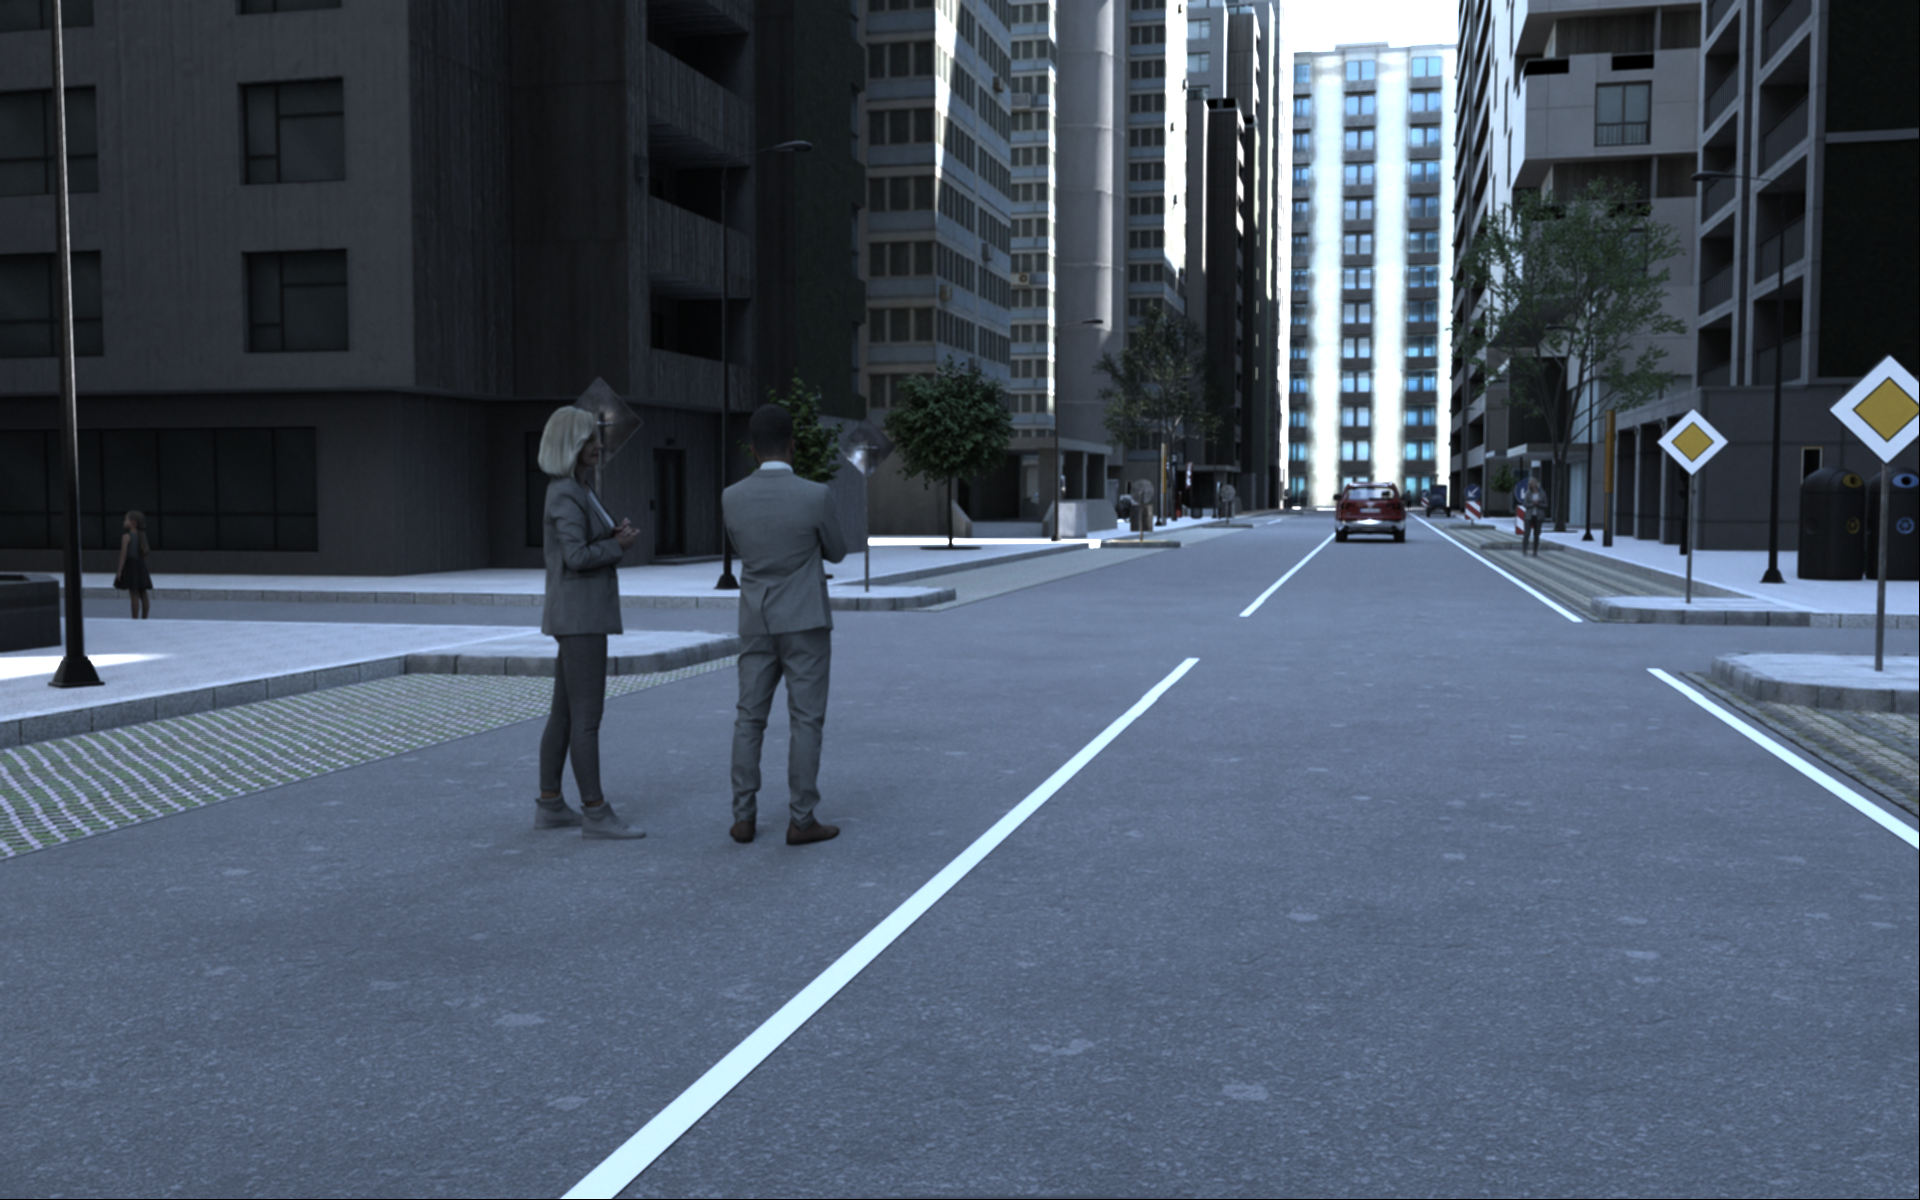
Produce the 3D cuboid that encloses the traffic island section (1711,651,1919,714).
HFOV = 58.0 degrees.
[{"bbox_3d":[6.684,0.594,12.568,2.009,0.180,2.903,1,4,14],"label":"traffic island section"}]

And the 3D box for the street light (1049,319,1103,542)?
[{"bbox_3d":[3.110,-4.505,46.201,1.470,5.913,1.316,1,4,14],"label":"street light"}]

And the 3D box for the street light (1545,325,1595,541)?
[{"bbox_3d":[16.761,-4.593,47.632,1.470,5.913,1.316,1,4,14],"label":"street light"}]

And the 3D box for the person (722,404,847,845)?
[{"bbox_3d":[-0.726,0.089,7.229,0.511,1.800,0.466,0,4,3],"label":"person"}]

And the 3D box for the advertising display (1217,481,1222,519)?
[{"bbox_3d":[13.293,-5.108,88.729,0.123,1.923,0.974,0,4,2],"label":"advertising display"}]

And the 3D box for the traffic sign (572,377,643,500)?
[{"bbox_3d":[-3.098,-0.687,14.874,0.795,2.450,0.064,1,4,14],"label":"traffic sign"}]

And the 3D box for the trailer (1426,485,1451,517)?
[{"bbox_3d":[29.863,-6.180,108.088,1.471,1.999,3.904,1,4,15],"label":"trailer"}]

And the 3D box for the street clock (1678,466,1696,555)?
[{"bbox_3d":[15.308,-1.953,36.495,0.358,2.002,0.471,1,4,12],"label":"street clock"}]

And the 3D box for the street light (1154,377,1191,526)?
[{"bbox_3d":[8.452,-5.892,68.871,1.470,5.913,1.316,1,4,14],"label":"street light"}]

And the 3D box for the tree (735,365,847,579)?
[{"bbox_3d":[-2.571,-1.932,26.184,1.663,3.219,1.824,0,3,0],"label":"tree"}]

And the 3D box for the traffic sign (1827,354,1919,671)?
[{"bbox_3d":[6.660,-0.541,12.496,0.795,2.450,0.064,1,4,14],"label":"traffic sign"}]

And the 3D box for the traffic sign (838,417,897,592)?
[{"bbox_3d":[-1.216,-1.162,22.635,0.795,2.450,0.064,1,4,14],"label":"traffic sign"}]

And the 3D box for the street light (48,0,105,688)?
[{"bbox_3d":[-5.405,-2.371,11.309,1.470,5.913,1.316,1,4,14],"label":"street light"}]

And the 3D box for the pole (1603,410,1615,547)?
[{"bbox_3d":[15.776,-2.951,42.093,0.158,3.312,0.155,0,3,0],"label":"pole"}]

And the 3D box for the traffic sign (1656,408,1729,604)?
[{"bbox_3d":[8.542,-1.016,20.257,0.795,2.450,0.064,1,4,14],"label":"traffic sign"}]

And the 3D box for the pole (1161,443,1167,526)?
[{"bbox_3d":[8.229,-4.647,69.827,0.158,3.312,0.155,0,3,0],"label":"pole"}]

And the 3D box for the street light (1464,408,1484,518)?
[{"bbox_3d":[27.732,-7.362,92.903,1.470,5.913,1.316,1,4,14],"label":"street light"}]

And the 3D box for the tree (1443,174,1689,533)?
[{"bbox_3d":[20.094,-8.074,57.768,9.928,11.665,9.643,0,3,0],"label":"tree"}]

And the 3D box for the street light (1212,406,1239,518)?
[{"bbox_3d":[14.017,-7.275,91.487,1.470,5.913,1.316,1,4,14],"label":"street light"}]

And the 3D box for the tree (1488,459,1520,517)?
[{"bbox_3d":[29.967,-6.165,95.405,1.663,3.219,1.824,0,3,0],"label":"tree"}]

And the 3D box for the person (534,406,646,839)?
[{"bbox_3d":[-1.564,0.079,7.394,0.526,1.800,0.537,0,4,3],"label":"person"}]

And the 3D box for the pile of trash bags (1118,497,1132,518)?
[{"bbox_3d":[8.300,-5.131,93.645,1.912,1.369,3.447,1,4,22],"label":"pile of trash bags"}]

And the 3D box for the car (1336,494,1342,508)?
[{"bbox_3d":[33.847,-8.703,151.335,2.155,1.783,4.494,1,4,14],"label":"car"}]

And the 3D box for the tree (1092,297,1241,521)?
[{"bbox_3d":[9.891,-9.048,82.349,7.601,10.594,8.767,1,4,19],"label":"tree"}]

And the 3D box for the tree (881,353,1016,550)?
[{"bbox_3d":[-0.221,-3.477,40.564,4.285,4.588,4.351,0,3,0],"label":"tree"}]

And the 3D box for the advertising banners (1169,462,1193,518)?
[{"bbox_3d":[11.924,-6.019,94.595,0.090,3.025,2.074,-3,5,-43],"label":"advertising banners"}]

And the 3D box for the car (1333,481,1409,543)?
[{"bbox_3d":[12.539,-2.704,52.890,2.281,1.827,5.304,1,4,14],"label":"car"}]

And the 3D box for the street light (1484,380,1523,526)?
[{"bbox_3d":[22.212,-5.978,70.276,1.470,5.913,1.316,1,4,14],"label":"street light"}]

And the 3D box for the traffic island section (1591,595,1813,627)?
[{"bbox_3d":[8.566,0.119,20.328,2.009,0.180,2.903,1,4,14],"label":"traffic island section"}]

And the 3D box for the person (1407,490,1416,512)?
[{"bbox_3d":[35.693,-7.843,137.517,0.721,1.735,1.217,-2,4,-31],"label":"person"}]

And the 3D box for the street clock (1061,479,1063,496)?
[{"bbox_3d":[4.646,-4.695,81.331,0.358,2.002,0.471,2,4,24],"label":"street clock"}]

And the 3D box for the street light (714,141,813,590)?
[{"bbox_3d":[-2.617,-3.092,23.101,1.470,5.913,1.316,1,4,14],"label":"street light"}]

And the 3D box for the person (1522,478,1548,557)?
[{"bbox_3d":[12.961,-1.856,39.022,0.537,1.800,0.526,1,4,21],"label":"person"}]

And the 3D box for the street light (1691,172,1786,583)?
[{"bbox_3d":[11.230,-3.209,25.008,1.470,5.913,1.316,1,4,14],"label":"street light"}]

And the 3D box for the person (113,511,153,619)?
[{"bbox_3d":[-8.781,-0.317,18.359,0.373,1.253,0.362,1,4,17],"label":"person"}]
